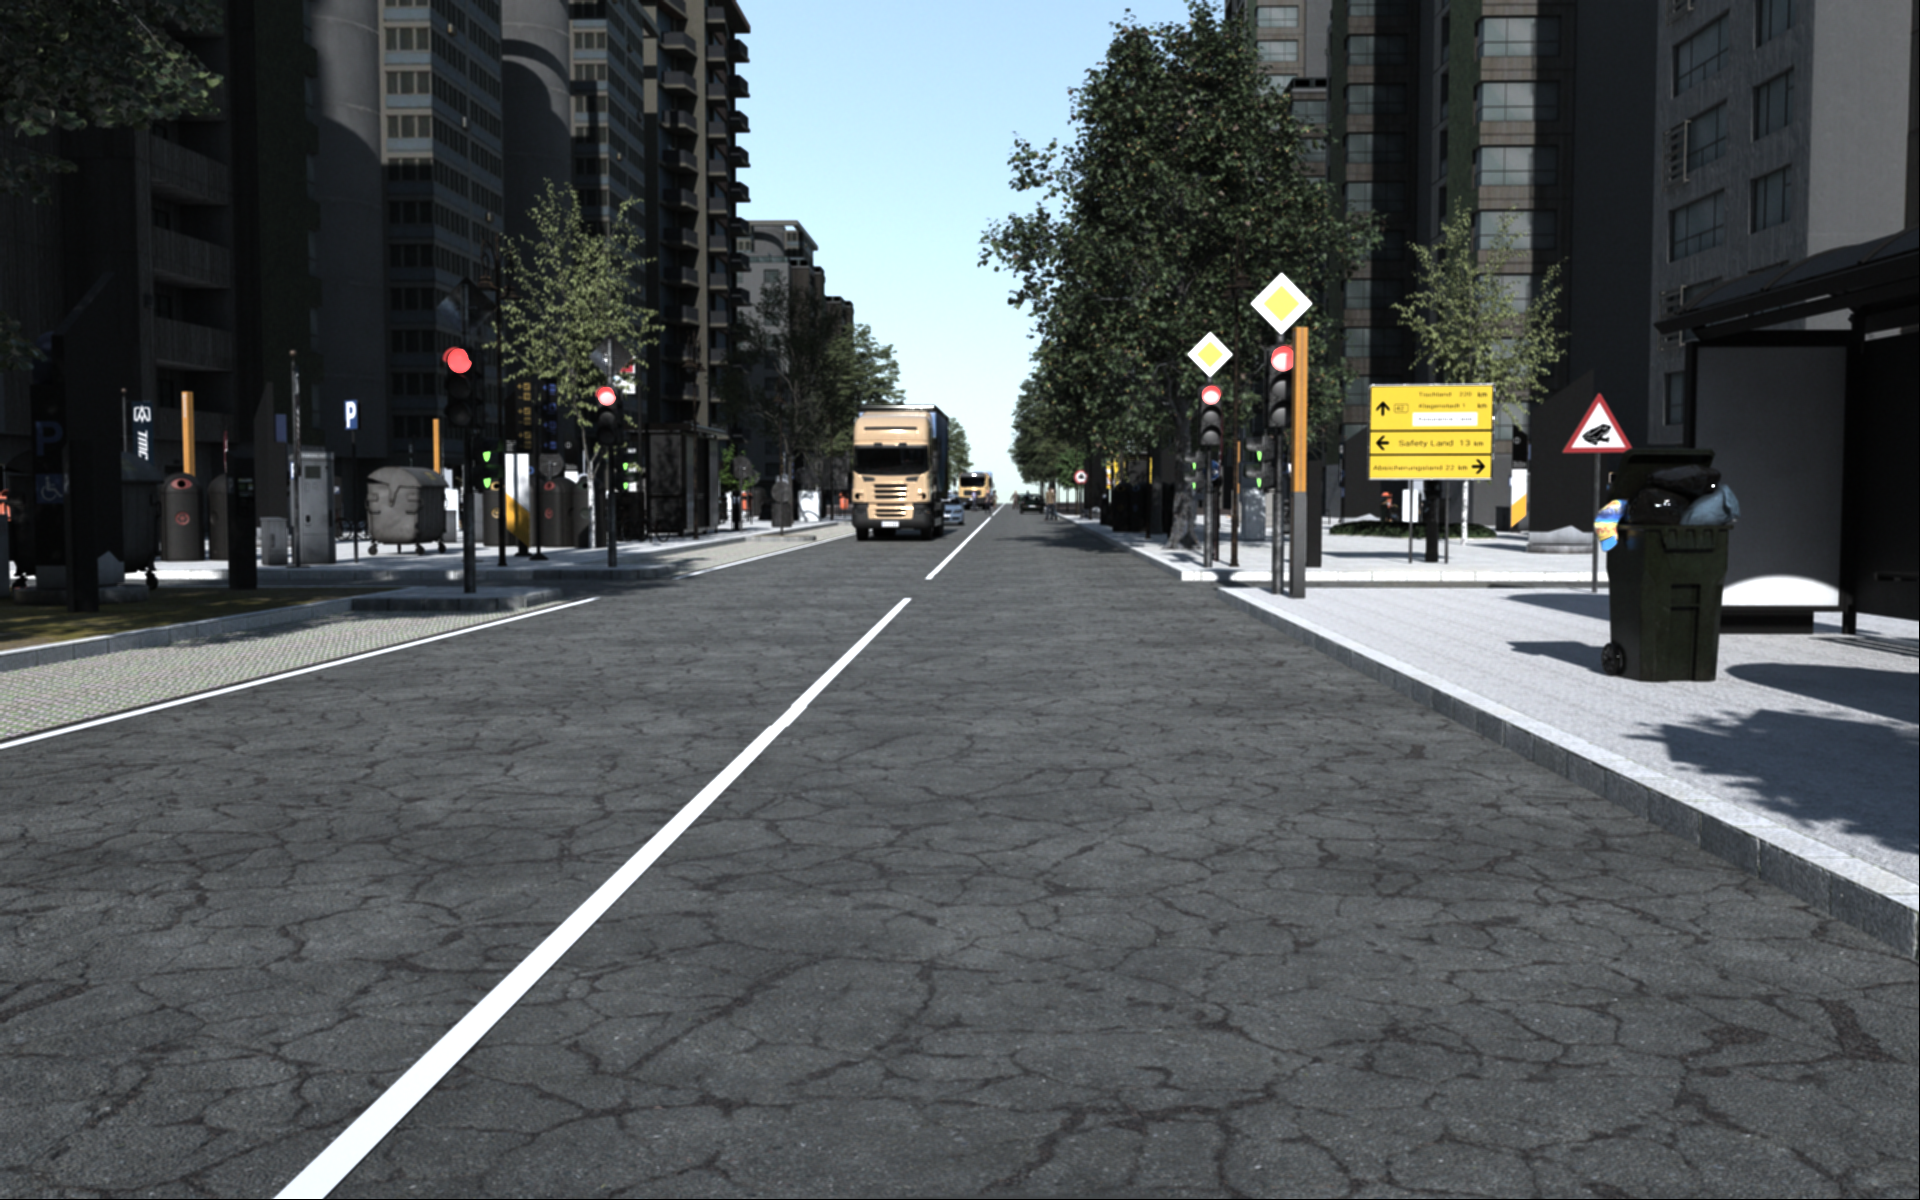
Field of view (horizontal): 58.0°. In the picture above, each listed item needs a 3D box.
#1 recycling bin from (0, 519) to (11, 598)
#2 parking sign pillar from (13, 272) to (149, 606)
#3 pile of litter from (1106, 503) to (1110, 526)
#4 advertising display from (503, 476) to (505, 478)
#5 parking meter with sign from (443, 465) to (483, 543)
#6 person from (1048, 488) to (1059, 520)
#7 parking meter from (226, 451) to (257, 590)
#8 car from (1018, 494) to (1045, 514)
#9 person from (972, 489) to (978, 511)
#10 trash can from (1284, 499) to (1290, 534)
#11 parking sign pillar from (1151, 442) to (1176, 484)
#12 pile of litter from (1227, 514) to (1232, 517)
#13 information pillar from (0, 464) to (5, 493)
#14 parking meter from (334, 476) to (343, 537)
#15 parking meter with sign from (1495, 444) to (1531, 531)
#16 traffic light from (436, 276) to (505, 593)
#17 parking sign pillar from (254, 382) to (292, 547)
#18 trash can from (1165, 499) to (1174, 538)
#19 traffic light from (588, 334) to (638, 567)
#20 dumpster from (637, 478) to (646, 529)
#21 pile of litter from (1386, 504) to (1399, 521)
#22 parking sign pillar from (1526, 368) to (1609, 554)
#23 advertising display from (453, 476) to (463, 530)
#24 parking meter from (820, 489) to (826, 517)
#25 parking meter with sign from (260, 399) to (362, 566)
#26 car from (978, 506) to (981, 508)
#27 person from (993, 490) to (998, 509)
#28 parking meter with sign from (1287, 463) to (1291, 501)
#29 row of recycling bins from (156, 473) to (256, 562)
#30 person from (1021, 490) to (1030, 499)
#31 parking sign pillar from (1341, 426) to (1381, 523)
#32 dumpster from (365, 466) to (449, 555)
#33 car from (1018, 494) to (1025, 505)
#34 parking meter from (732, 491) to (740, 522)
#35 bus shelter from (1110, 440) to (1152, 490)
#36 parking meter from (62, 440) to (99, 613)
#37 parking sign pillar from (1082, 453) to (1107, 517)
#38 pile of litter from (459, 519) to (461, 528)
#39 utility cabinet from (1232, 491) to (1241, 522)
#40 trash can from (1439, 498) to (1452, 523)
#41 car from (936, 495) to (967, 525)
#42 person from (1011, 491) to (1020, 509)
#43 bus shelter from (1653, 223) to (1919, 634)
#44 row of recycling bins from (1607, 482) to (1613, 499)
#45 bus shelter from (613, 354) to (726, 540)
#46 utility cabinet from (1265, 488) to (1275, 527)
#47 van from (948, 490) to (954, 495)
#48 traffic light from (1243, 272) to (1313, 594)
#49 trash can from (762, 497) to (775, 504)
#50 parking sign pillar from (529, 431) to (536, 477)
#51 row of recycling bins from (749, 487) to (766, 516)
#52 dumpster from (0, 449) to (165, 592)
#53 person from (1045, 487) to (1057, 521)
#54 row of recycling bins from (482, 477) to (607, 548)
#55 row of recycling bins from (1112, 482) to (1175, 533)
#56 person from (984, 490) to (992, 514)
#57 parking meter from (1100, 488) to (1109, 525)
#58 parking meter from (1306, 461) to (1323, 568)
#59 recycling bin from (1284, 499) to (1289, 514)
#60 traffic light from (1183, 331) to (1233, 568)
[{"bbox_3d":[-12.184,-0.530,21.224,0.722,1.027,0.722,0,4,-1],"label":"recycling bin"},{"bbox_3d":[-10.452,-1.959,20.503,1.447,3.967,1.447,0,4,0],"label":"parking sign pillar"},{"bbox_3d":[6.551,-3.472,70.740,1.176,0.858,1.719,2,4,31],"label":"pile of litter"},{"bbox_3d":[-16.662,-3.501,62.461,0.123,1.923,0.974,-3,5,-42],"label":"advertising display"},{"bbox_3d":[-12.755,-3.019,45.620,1.738,3.016,0.543,-1,4,-12],"label":"parking meter with sign"},{"bbox_3d":[5.155,-5.275,95.340,0.643,1.750,0.593,0,4,-2],"label":"person"},{"bbox_3d":[-9.665,-1.076,23.297,0.255,1.863,0.399,-3,5,-44],"label":"parking meter"},{"bbox_3d":[5.243,-7.147,126.646,2.009,1.686,4.222,0,4,1],"label":"car"},{"bbox_3d":[1.310,-8.242,143.127,0.599,1.838,0.709,2,4,31],"label":"person"},{"bbox_3d":[10.336,-2.663,55.191,0.748,1.137,0.748,0,3,0],"label":"trash can"},{"bbox_3d":[10.149,-5.944,85.661,1.447,3.967,1.447,-1,4,-12],"label":"parking sign pillar"},{"bbox_3d":[15.370,-4.955,94.980,1.176,0.858,1.719,-2,4,-33],"label":"pile of litter"},{"bbox_3d":[-23.560,-2.314,42.330,0.304,2.012,0.304,2,4,24],"label":"information pillar"},{"bbox_3d":[-18.456,-2.782,51.202,0.399,1.863,0.255,-2,4,-32],"label":"parking meter"},{"bbox_3d":[19.322,-3.895,59.952,1.738,3.016,0.543,-2,4,-30],"label":"parking meter with sign"},{"bbox_3d":[-6.353,-2.048,22.398,0.839,4.253,0.868,0,4,2],"label":"traffic light"},{"bbox_3d":[-16.867,-3.296,42.365,1.447,3.967,1.447,-3,4,-36],"label":"parking sign pillar"},{"bbox_3d":[6.024,-2.208,47.749,0.748,1.137,0.748,0,3,0],"label":"trash can"},{"bbox_3d":[-6.104,-2.536,30.379,0.839,4.253,0.868,0,4,2],"label":"traffic light"},{"bbox_3d":[-10.968,-3.445,62.092,1.264,1.857,1.865,0,4,2],"label":"dumpster"},{"bbox_3d":[18.382,-3.699,74.451,1.719,0.858,1.176,-3,4,-36],"label":"pile of litter"},{"bbox_3d":[13.136,-3.013,37.734,1.447,3.967,1.447,3,4,36],"label":"parking sign pillar"},{"bbox_3d":[-17.590,-3.456,61.724,0.974,1.923,0.123,0,4,1],"label":"advertising display"},{"bbox_3d":[-7.647,-5.567,96.730,0.255,1.863,0.399,-2,4,-31],"label":"parking meter"},{"bbox_3d":[-11.826,-2.159,31.560,1.738,3.016,0.543,-3,5,-44],"label":"parking meter with sign"},{"bbox_3d":[1.325,-10.454,181.142,2.015,1.641,3.980,0,4,3],"label":"car"},{"bbox_3d":[3.416,-9.790,168.571,0.705,1.824,1.348,-1,4,-19],"label":"person"},{"bbox_3d":[19.022,-6.247,98.402,0.543,3.016,1.738,1,4,23],"label":"parking meter with sign"},{"bbox_3d":[-15.313,-1.580,32.948,3.534,1.692,1.069,-2,4,-34],"label":"row of recycling bins"},{"bbox_3d":[7.120,-10.614,182.117,1.350,1.814,0.705,-1,4,-9],"label":"person"},{"bbox_3d":[14.024,-4.409,60.562,1.447,3.967,1.447,0,4,-6],"label":"parking sign pillar"},{"bbox_3d":[-11.780,-1.904,36.886,1.264,1.857,1.865,0,4,2],"label":"dumpster"},{"bbox_3d":[7.595,-11.970,207.506,2.131,1.459,4.920,0,4,1],"label":"car"},{"bbox_3d":[-10.173,-4.309,78.869,0.372,1.533,0.369,0,3,0],"label":"parking meter"},{"bbox_3d":[9.523,-7.085,93.472,2.179,5.291,8.768,0,4,2],"label":"bus shelter"},{"bbox_3d":[-9.597,-0.806,18.897,0.255,1.863,0.399,-3,5,-39],"label":"parking meter"},{"bbox_3d":[7.452,-6.545,95.486,1.447,3.967,1.447,3,5,41],"label":"parking sign pillar"},{"bbox_3d":[-18.862,-3.178,65.933,1.719,0.858,1.176,-3,5,-39],"label":"pile of litter"},{"bbox_3d":[12.891,-4.260,78.326,1.173,1.500,0.318,2,4,31],"label":"utility cabinet"},{"bbox_3d":[16.298,-2.884,58.815,0.748,1.137,0.748,0,3,0],"label":"trash can"},{"bbox_3d":[-0.690,-4.194,80.575,2.014,1.417,4.499,0,4,0],"label":"car"},{"bbox_3d":[5.232,-9.430,163.235,0.990,1.755,0.434,1,4,18],"label":"person"},{"bbox_3d":[7.343,-1.187,13.330,2.014,3.302,5.546,0,4,2],"label":"bus shelter"},{"bbox_3d":[20.905,-2.919,54.835,1.069,1.692,3.534,0,3,0],"label":"row of recycling bins"},{"bbox_3d":[-8.901,-4.578,52.476,2.179,5.291,8.768,0,4,2],"label":"bus shelter"},{"bbox_3d":[11.820,-3.554,66.792,0.318,1.500,1.173,2,4,33],"label":"utility cabinet"},{"bbox_3d":[-1.366,-10.337,176.020,2.013,2.044,4.112,0,4,1],"label":"van"},{"bbox_3d":[4.053,-2.029,22.089,0.839,4.253,0.868,0,4,2],"label":"traffic light"},{"bbox_3d":[-9.926,-4.787,89.920,0.748,1.137,0.748,0,3,0],"label":"trash can"},{"bbox_3d":[-13.319,-3.920,52.559,1.447,3.967,1.447,-2,4,-35],"label":"parking sign pillar"},{"bbox_3d":[-11.820,-5.753,101.172,1.069,1.692,3.534,0,4,-6],"label":"row of recycling bins"},{"bbox_3d":[-11.366,-1.024,22.496,1.264,1.857,1.865,0,4,2],"label":"dumpster"},{"bbox_3d":[4.931,-5.222,93.785,0.836,1.842,0.656,2,4,31],"label":"person"},{"bbox_3d":[-10.101,-2.141,42.125,3.534,1.692,1.069,2,4,24],"label":"row of recycling bins"},{"bbox_3d":[6.405,-3.119,58.115,1.069,1.692,3.534,-2,4,-34],"label":"row of recycling bins"},{"bbox_3d":[2.034,-7.087,124.907,0.617,1.759,0.750,0,4,-5],"label":"person"},{"bbox_3d":[6.038,-3.904,72.249,0.372,1.533,0.369,0,3,0],"label":"parking meter"},{"bbox_3d":[6.216,-1.509,30.386,0.255,1.863,0.399,1,4,13],"label":"parking meter"},{"bbox_3d":[14.861,-4.178,80.864,0.722,1.027,0.722,-3,5,-44],"label":"recycling bin"},{"bbox_3d":[4.303,-2.517,30.071,0.839,4.253,0.868,0,4,2],"label":"traffic light"}]
